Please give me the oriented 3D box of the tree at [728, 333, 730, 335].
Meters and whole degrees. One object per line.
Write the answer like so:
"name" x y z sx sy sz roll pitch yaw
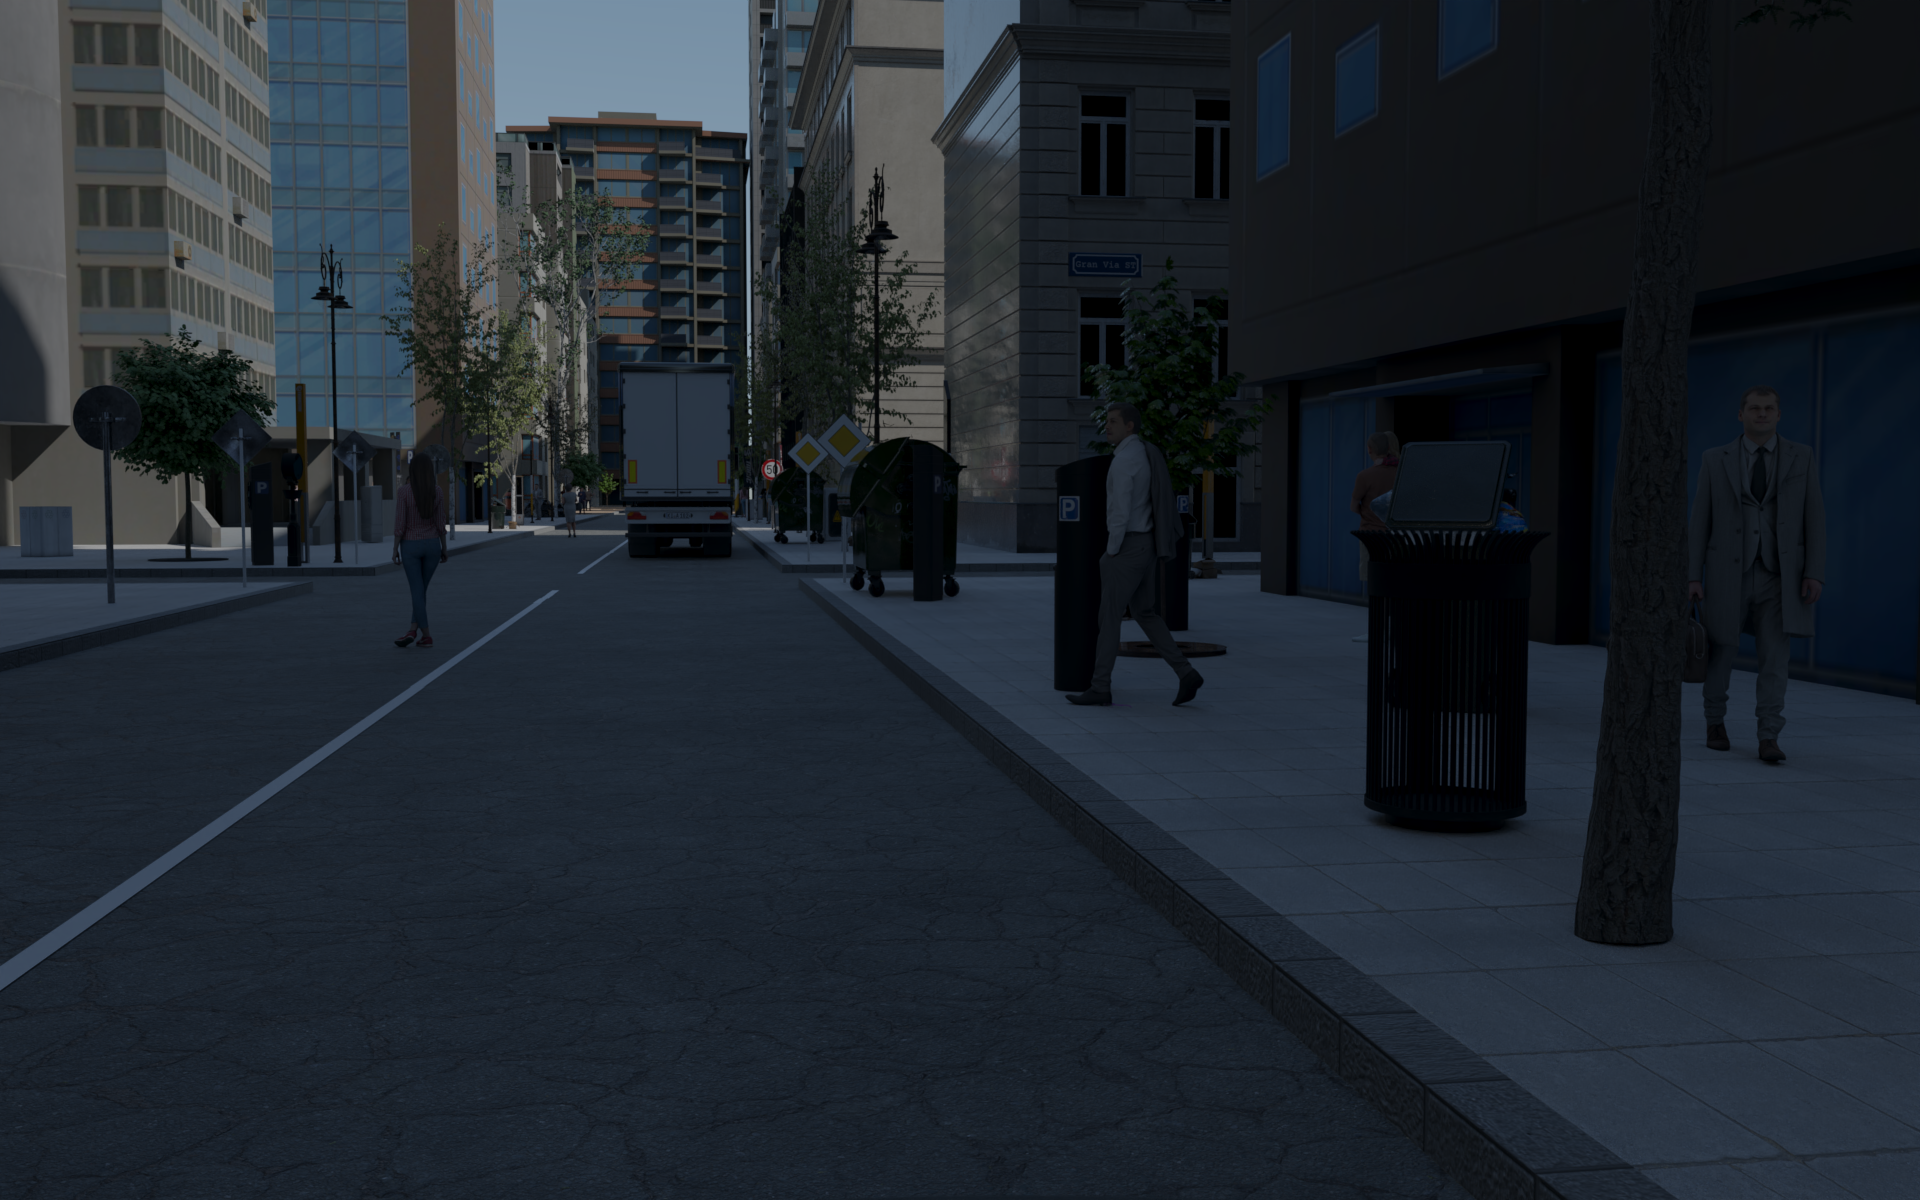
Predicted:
"tree" -8.912 -7.642 75.314 4.737 8.622 4.395 0 3 0

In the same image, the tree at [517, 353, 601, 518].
"tree" -21.103 -8.621 91.324 4.360 8.622 3.978 0 3 0

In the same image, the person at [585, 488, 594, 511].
"person" -28.330 -7.694 132.368 0.617 1.759 0.750 1 4 13

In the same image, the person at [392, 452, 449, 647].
"person" -5.044 -0.473 16.235 0.388 1.821 0.555 3 4 39

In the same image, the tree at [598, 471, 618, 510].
"tree" -29.107 -9.042 142.437 1.663 3.219 1.824 0 3 0

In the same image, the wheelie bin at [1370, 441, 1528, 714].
"wheelie bin" 2.940 -0.153 10.404 0.980 1.594 0.693 2 4 32

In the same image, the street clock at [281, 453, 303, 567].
"street clock" -11.781 -1.592 30.595 0.358 2.002 0.471 0 4 -1

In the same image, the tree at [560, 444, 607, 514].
"tree" -24.705 -7.895 112.799 4.285 4.588 4.351 0 3 0

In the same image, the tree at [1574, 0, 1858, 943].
"tree" 2.272 -4.299 4.703 7.601 10.594 8.767 0 4 -3

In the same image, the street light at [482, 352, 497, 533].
"street light" -15.414 -5.128 56.629 0.468 5.910 1.993 -1 4 -9

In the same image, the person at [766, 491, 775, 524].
"person" -8.029 -4.175 74.403 0.635 1.810 0.391 0 4 -7

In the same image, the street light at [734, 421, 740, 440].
"street light" -13.668 -8.155 106.127 0.468 5.910 1.993 -1 4 -9

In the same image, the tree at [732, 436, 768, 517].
"tree" -12.370 -6.982 97.866 4.285 4.588 4.351 0 3 0

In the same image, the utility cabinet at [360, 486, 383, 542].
"utility cabinet" -15.552 -2.266 45.736 0.318 1.500 1.173 -2 4 -31

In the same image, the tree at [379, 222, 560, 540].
"tree" -13.917 -5.974 48.044 4.737 8.622 4.395 0 3 0

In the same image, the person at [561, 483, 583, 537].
"person" -12.828 -2.958 57.222 0.716 1.782 0.532 -2 4 -28

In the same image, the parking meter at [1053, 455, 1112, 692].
"parking meter" 0.804 -0.179 11.346 0.372 1.533 0.369 0 3 0

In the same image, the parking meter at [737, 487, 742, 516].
"parking meter" -13.163 -5.973 103.377 0.399 1.863 0.255 0 4 7

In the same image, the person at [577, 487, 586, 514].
"person" -23.758 -6.226 108.756 0.541 1.710 0.530 -1 4 -9

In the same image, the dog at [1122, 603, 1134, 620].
"dog" 1.682 -0.002 17.764 0.748 0.427 0.550 1 4 11

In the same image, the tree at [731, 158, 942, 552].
"tree" -2.525 -5.369 38.146 4.737 8.622 4.395 0 3 0

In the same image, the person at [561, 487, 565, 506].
"person" -26.440 -6.701 115.572 1.348 1.831 0.705 1 4 16

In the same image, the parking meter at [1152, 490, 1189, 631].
"parking meter" 1.971 -0.484 16.323 0.372 1.533 0.369 0 3 0

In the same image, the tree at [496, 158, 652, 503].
"tree" -24.383 -14.889 99.328 12.611 20.169 13.585 0 3 0

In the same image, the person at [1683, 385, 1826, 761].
"person" 3.848 -0.142 8.459 0.694 1.812 0.767 1 4 20

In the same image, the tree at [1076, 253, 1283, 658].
"tree" 1.775 -1.184 13.961 1.663 3.219 1.824 0 3 0

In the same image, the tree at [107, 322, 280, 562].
"tree" -14.858 -3.029 33.241 4.285 4.588 4.351 0 3 0

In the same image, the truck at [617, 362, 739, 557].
"truck" -6.807 -3.280 42.535 2.839 4.237 11.283 0 4 -8

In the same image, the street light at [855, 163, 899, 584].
"street light" -1.184 -3.173 24.663 0.468 5.910 1.993 -1 4 -9

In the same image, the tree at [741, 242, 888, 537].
"tree" -4.305 -6.194 51.641 4.360 8.622 3.978 0 3 0

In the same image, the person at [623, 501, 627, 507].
"person" -33.309 -10.151 172.016 0.705 1.823 1.348 2 4 31

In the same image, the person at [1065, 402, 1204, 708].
"person" 1.064 -0.264 10.463 0.850 1.850 0.679 1 4 22

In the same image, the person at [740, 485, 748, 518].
"person" -11.684 -5.387 94.134 0.555 1.821 0.388 -1 4 -18

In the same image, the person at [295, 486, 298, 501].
"person" -23.698 -3.394 62.129 0.643 1.750 0.593 -3 5 -41

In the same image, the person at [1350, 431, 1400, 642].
"person" 3.691 -0.554 15.083 0.573 1.828 0.580 1 4 14

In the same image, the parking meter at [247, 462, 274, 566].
"parking meter" -12.571 -1.554 31.123 0.399 1.863 0.255 -2 4 -30

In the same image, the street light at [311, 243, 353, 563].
"street light" -11.616 -3.632 32.176 0.468 5.910 1.993 -1 4 -9

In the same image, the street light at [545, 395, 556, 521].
"street light" -19.133 -6.624 81.094 0.468 5.910 1.993 -1 4 -9

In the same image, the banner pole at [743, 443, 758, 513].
"banner pole" -9.393 -5.398 78.280 0.863 3.779 0.401 -1 4 -22

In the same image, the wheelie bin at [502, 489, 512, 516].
"wheelie bin" -26.357 -5.710 101.260 0.693 1.594 0.980 -2 4 -24

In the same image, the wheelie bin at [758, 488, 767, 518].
"wheelie bin" -10.467 -5.285 94.321 0.980 1.594 0.693 -2 4 -32

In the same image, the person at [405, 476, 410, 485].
"person" -15.540 -2.614 48.881 0.616 1.811 0.778 -1 4 -15

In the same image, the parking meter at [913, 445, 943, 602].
"parking meter" -0.380 -0.923 20.810 0.255 1.863 0.399 2 4 23

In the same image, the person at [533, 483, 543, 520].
"person" -20.819 -4.827 85.156 0.606 1.804 0.583 0 4 6
